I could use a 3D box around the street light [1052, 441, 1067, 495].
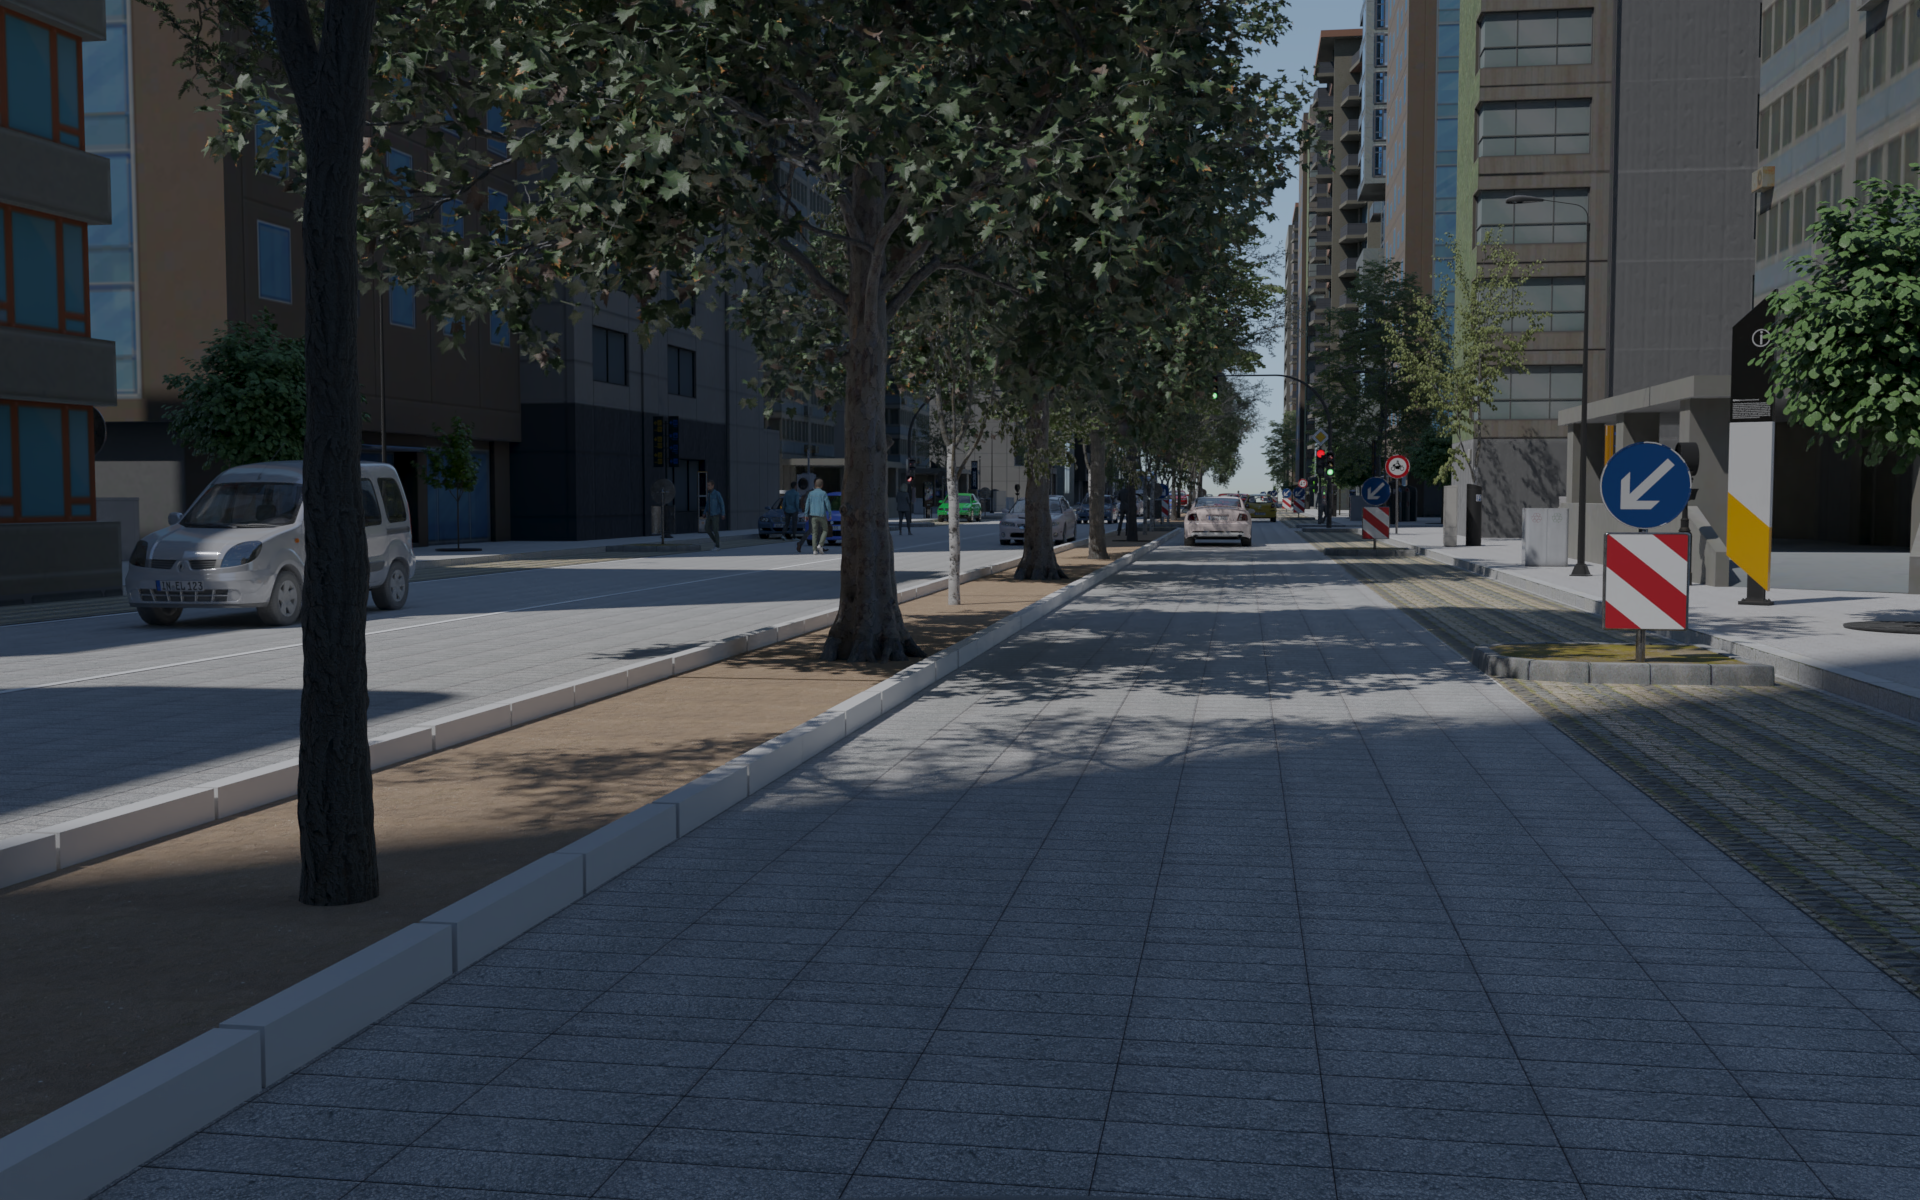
[{"bbox_3d":[8.659,-10.969,151.876,1.470,5.913,1.316,1,4,9],"label":"street light"}]

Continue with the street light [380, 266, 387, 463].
[{"bbox_3d":[-10.626,-3.724,33.428,1.470,5.913,1.316,1,4,9],"label":"street light"}]

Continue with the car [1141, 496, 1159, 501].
[{"bbox_3d":[14.411,-7.378,130.423,2.009,1.686,4.222,1,4,11],"label":"car"}]

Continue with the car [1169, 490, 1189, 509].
[{"bbox_3d":[20.489,-9.467,163.452,2.281,1.827,5.304,1,4,9],"label":"car"}]

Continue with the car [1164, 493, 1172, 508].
[{"bbox_3d":[18.041,-8.742,152.524,1.945,1.707,3.694,1,4,9],"label":"car"}]

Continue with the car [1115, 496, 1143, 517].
[{"bbox_3d":[10.594,-5.947,109.594,2.083,1.381,4.827,1,4,11],"label":"car"}]

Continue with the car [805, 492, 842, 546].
[{"bbox_3d":[-3.240,-2.424,49.230,1.945,1.707,3.694,1,4,9],"label":"car"}]

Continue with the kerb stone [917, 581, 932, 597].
[{"bbox_3d":[-0.570,-0.124,24.252,0.120,0.150,1.000,1,4,9],"label":"kerb stone"}]

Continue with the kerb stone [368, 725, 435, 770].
[{"bbox_3d":[-3.060,0.811,9.098,0.120,0.150,1.000,1,4,9],"label":"kerb stone"}]

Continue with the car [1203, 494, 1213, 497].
[{"bbox_3d":[43.470,-17.890,302.286,2.009,1.686,4.222,1,4,10],"label":"car"}]

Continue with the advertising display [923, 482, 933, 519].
[{"bbox_3d":[-1.690,-5.259,91.205,0.123,1.923,0.974,2,4,27],"label":"advertising display"}]

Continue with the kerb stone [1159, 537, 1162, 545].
[{"bbox_3d":[5.470,-1.590,48.213,0.120,0.150,1.000,1,4,9],"label":"kerb stone"}]

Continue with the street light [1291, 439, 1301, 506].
[{"bbox_3d":[28.772,-10.659,146.819,1.470,5.913,1.316,1,4,9],"label":"street light"}]

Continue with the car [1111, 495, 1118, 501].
[{"bbox_3d":[17.313,-11.095,193.982,1.945,1.354,3.894,1,4,9],"label":"car"}]

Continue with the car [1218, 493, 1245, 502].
[{"bbox_3d":[16.658,-6.020,107.460,2.155,1.783,4.494,0,4,8],"label":"car"}]

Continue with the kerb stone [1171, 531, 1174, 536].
[{"bbox_3d":[6.801,-2.087,56.326,0.120,0.150,1.000,1,4,9],"label":"kerb stone"}]

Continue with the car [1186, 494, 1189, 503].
[{"bbox_3d":[24.267,-11.052,189.499,1.959,1.807,4.718,1,4,9],"label":"car"}]

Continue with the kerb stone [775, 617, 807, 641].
[{"bbox_3d":[-1.731,0.307,17.176,0.120,0.150,1.000,1,4,9],"label":"kerb stone"}]

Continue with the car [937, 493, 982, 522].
[{"bbox_3d":[-0.008,-4.904,88.984,1.959,1.807,4.718,1,4,9],"label":"car"}]

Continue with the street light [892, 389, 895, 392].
[{"bbox_3d":[-3.564,-6.372,76.724,1.470,5.913,1.316,1,4,9],"label":"street light"}]

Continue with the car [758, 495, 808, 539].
[{"bbox_3d":[-5.255,-2.720,56.472,2.014,1.417,4.499,1,4,9],"label":"car"}]

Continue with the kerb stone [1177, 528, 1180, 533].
[{"bbox_3d":[7.625,-2.392,61.375,0.120,0.150,1.000,1,4,9],"label":"kerb stone"}]

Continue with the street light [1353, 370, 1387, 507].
[{"bbox_3d":[15.440,-5.661,65.103,1.470,5.913,1.316,1,4,9],"label":"street light"}]

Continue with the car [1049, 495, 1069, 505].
[{"bbox_3d":[5.386,-5.504,102.347,2.083,1.381,4.827,1,4,10],"label":"car"}]

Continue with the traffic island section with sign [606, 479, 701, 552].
[{"bbox_3d":[-7.601,-2.131,43.467,1.989,1.847,2.006,1,4,9],"label":"traffic island section with sign"}]

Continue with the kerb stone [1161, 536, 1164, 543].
[{"bbox_3d":[5.645,-1.653,49.221,0.120,0.150,1.000,1,4,9],"label":"kerb stone"}]

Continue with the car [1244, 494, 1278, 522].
[{"bbox_3d":[15.424,-4.843,89.411,2.015,1.641,3.980,0,4,8],"label":"car"}]

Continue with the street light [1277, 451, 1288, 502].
[{"bbox_3d":[34.898,-12.978,184.732,1.470,5.913,1.316,1,4,9],"label":"street light"}]

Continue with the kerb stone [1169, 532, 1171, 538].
[{"bbox_3d":[6.458,-1.961,54.295,0.120,0.150,1.000,1,4,9],"label":"kerb stone"}]

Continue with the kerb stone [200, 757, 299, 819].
[{"bbox_3d":[-3.224,0.864,8.079,0.120,0.150,1.000,1,4,9],"label":"kerb stone"}]

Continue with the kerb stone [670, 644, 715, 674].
[{"bbox_3d":[-2.227,0.498,14.144,0.120,0.150,1.000,1,4,9],"label":"kerb stone"}]

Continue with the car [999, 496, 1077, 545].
[{"bbox_3d":[2.303,-2.315,50.207,2.083,1.381,4.827,1,4,10],"label":"car"}]

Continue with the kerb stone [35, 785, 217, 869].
[{"bbox_3d":[-3.391,0.926,7.070,0.120,0.150,1.000,1,4,9],"label":"kerb stone"}]

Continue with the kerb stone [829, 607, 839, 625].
[{"bbox_3d":[-1.403,0.184,19.194,0.120,0.150,1.000,1,4,9],"label":"kerb stone"}]

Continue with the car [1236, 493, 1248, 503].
[{"bbox_3d":[19.389,-6.802,120.252,2.155,1.783,4.494,1,4,9],"label":"car"}]

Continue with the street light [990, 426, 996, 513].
[{"bbox_3d":[2.660,-8.713,115.004,1.470,5.913,1.316,1,4,9],"label":"street light"}]

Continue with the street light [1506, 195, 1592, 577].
[{"bbox_3d":[9.188,-3.333,27.037,1.470,5.913,1.316,1,4,9],"label":"street light"}]

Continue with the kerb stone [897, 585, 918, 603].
[{"bbox_3d":[-0.744,-0.059,23.239,0.120,0.150,1.000,1,4,9],"label":"kerb stone"}]

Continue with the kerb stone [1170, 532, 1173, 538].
[{"bbox_3d":[6.633,-2.025,55.310,0.120,0.150,1.000,1,4,9],"label":"kerb stone"}]

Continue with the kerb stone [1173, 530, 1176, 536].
[{"bbox_3d":[6.971,-2.149,57.334,0.120,0.150,1.000,1,4,9],"label":"kerb stone"}]

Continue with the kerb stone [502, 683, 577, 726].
[{"bbox_3d":[-2.724,0.678,11.114,0.120,0.150,1.000,1,4,9],"label":"kerb stone"}]

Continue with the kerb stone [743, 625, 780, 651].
[{"bbox_3d":[-1.899,0.369,16.168,0.120,0.150,1.000,1,4,9],"label":"kerb stone"}]

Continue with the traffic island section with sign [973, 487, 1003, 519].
[{"bbox_3d":[1.425,-5.508,98.686,1.989,1.847,2.006,1,4,9],"label":"traffic island section with sign"}]

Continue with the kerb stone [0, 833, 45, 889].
[{"bbox_3d":[-3.552,0.988,6.054,0.120,0.150,1.000,1,4,9],"label":"kerb stone"}]

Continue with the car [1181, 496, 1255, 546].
[{"bbox_3d":[7.292,-2.238,48.958,2.083,1.381,4.827,1,4,9],"label":"car"}]

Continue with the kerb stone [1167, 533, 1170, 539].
[{"bbox_3d":[6.300,-1.901,53.277,0.120,0.150,1.000,1,4,9],"label":"kerb stone"}]

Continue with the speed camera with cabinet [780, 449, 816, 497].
[{"bbox_3d":[-7.408,-5.057,77.018,2.038,3.252,0.660,2,4,28],"label":"speed camera with cabinet"}]

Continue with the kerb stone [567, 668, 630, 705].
[{"bbox_3d":[-2.562,0.617,12.123,0.120,0.150,1.000,1,4,9],"label":"kerb stone"}]

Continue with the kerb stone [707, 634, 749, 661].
[{"bbox_3d":[-2.068,0.431,15.155,0.120,0.150,1.000,1,4,9],"label":"kerb stone"}]

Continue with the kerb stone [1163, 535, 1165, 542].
[{"bbox_3d":[5.802,-1.715,50.232,0.120,0.150,1.000,1,4,9],"label":"kerb stone"}]

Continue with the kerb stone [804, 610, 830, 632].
[{"bbox_3d":[-1.566,0.245,18.185,0.120,0.150,1.000,1,4,9],"label":"kerb stone"}]

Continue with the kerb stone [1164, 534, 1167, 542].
[{"bbox_3d":[5.973,-1.777,51.252,0.120,0.150,1.000,1,4,9],"label":"kerb stone"}]

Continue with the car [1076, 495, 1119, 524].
[{"bbox_3d":[6.723,-4.430,84.436,2.014,1.417,4.499,1,4,10],"label":"car"}]

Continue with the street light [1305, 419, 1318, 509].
[{"bbox_3d":[22.352,-8.274,107.816,1.470,5.913,1.316,1,4,9],"label":"street light"}]

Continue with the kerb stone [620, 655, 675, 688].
[{"bbox_3d":[-2.401,0.554,13.133,0.120,0.150,1.000,1,4,9],"label":"kerb stone"}]

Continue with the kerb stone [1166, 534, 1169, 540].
[{"bbox_3d":[6.140,-1.835,52.260,0.120,0.150,1.000,1,4,9],"label":"kerb stone"}]

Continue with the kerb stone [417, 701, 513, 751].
[{"bbox_3d":[-2.887,0.740,10.104,0.120,0.150,1.000,1,4,9],"label":"kerb stone"}]

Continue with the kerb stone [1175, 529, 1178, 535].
[{"bbox_3d":[7.295,-2.266,59.356,0.120,0.150,1.000,1,4,9],"label":"kerb stone"}]
